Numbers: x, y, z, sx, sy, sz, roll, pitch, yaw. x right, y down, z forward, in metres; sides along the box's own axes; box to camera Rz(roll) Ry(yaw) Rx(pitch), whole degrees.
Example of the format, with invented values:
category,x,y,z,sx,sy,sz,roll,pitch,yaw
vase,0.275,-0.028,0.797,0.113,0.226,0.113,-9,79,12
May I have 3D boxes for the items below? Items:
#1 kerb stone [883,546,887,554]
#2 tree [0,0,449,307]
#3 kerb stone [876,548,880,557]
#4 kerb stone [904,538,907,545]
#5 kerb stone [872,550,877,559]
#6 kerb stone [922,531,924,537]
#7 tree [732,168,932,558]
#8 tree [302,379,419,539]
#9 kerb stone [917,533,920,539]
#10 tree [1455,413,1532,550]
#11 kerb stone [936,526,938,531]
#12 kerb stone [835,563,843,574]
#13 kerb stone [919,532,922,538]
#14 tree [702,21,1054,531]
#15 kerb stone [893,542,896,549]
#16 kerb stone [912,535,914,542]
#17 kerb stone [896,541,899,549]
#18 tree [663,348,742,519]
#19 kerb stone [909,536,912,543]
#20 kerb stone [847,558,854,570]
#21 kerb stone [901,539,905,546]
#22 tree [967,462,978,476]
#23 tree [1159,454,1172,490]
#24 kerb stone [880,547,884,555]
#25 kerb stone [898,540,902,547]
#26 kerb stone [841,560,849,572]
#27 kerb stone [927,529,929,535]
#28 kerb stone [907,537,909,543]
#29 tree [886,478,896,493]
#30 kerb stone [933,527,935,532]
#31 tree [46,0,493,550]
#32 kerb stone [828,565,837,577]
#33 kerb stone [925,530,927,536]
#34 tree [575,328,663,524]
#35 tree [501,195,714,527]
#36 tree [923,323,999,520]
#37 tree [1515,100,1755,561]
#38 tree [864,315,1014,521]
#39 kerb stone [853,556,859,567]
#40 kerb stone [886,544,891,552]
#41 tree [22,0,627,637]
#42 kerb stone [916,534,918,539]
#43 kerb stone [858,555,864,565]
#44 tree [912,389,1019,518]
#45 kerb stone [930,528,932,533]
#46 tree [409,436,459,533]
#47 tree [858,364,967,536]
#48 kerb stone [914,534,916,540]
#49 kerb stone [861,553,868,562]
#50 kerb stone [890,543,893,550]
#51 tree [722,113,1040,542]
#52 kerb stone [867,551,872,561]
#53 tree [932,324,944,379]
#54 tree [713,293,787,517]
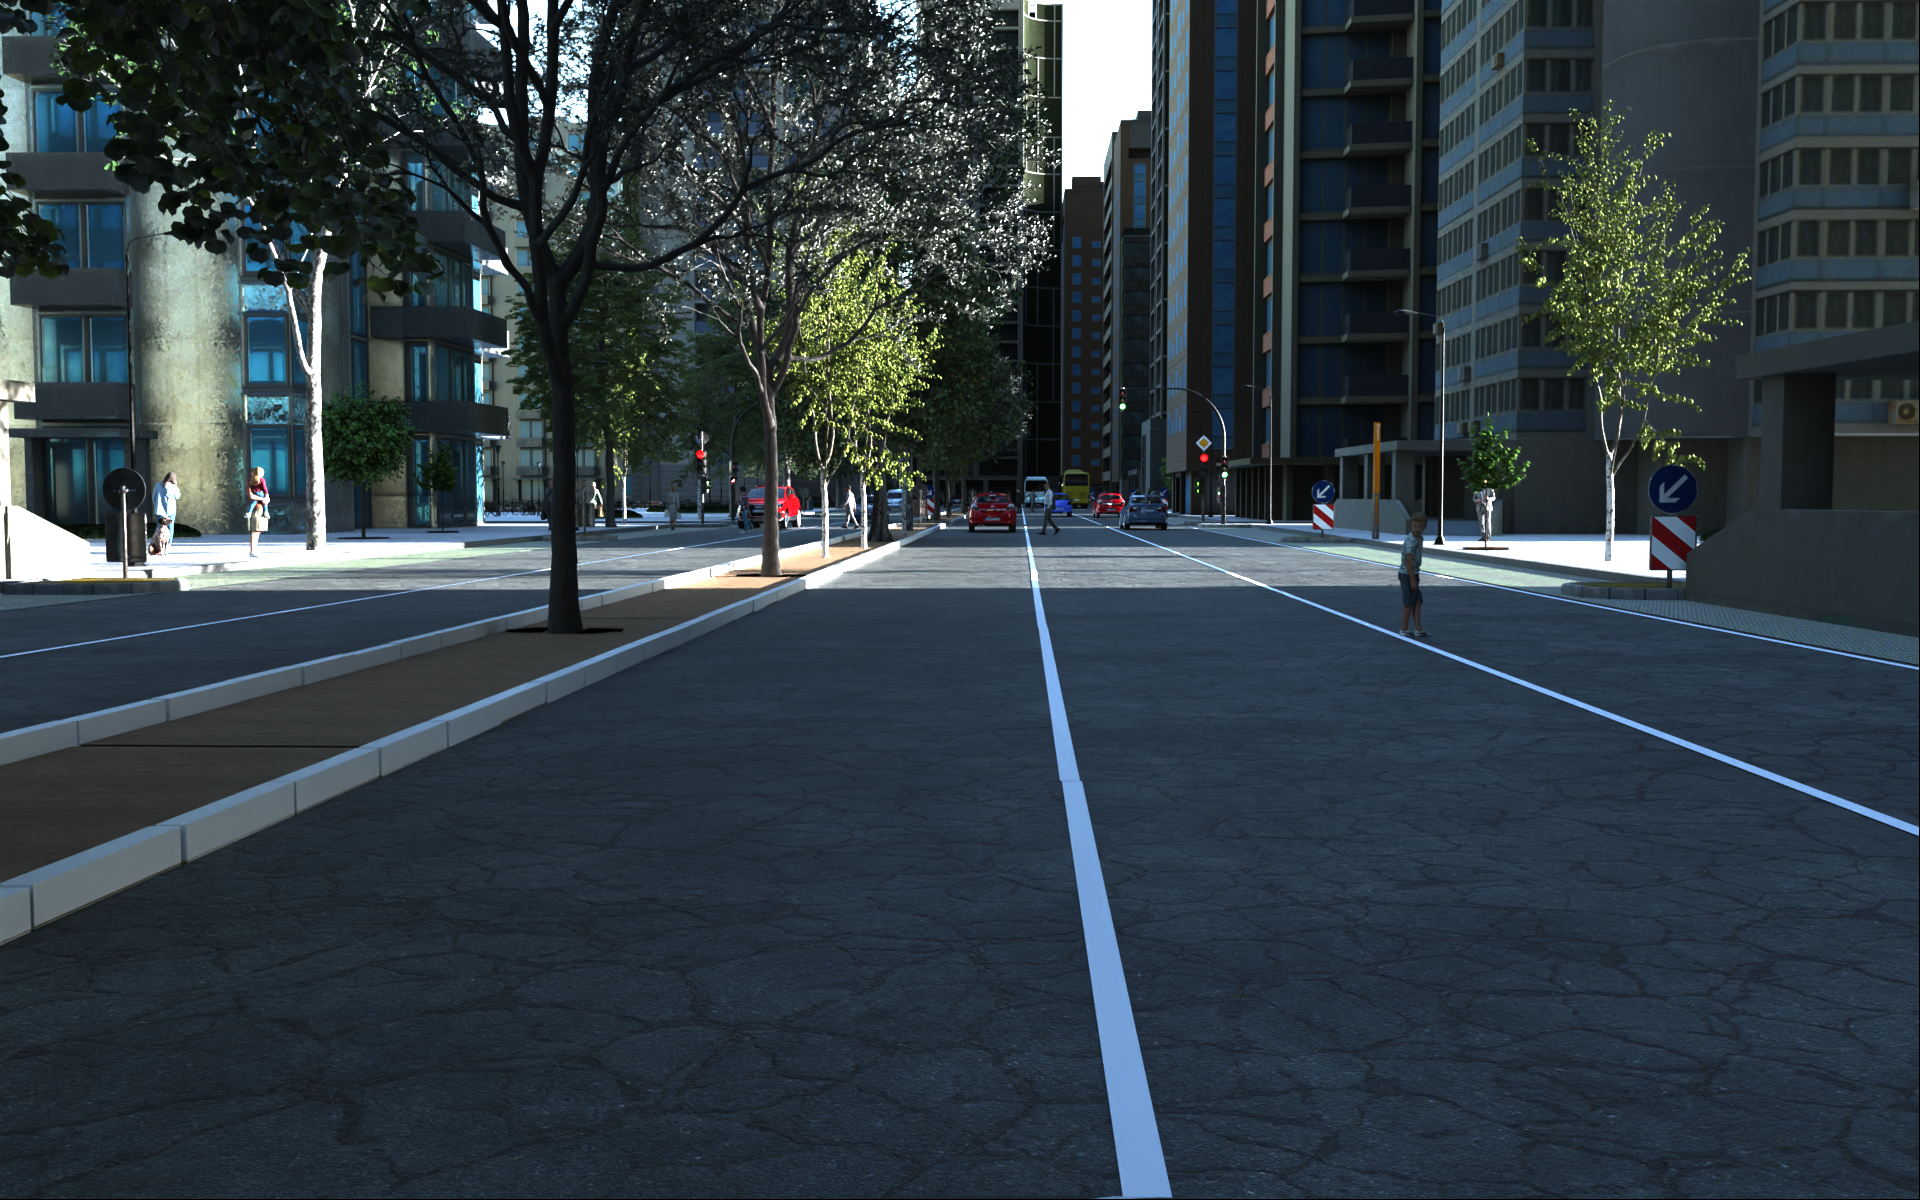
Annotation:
category,x,y,z,sx,sy,sz,roll,pitch,yaw
kerb stone,-1.879,-1.151,41.015,0.120,0.150,1.000,0,4,2
tree,-4.328,-5.885,5.331,9.857,13.997,8.962,0,3,0
kerb stone,-1.953,-1.026,38.971,0.120,0.150,1.000,0,4,2
kerb stone,-1.636,-1.589,48.177,0.120,0.150,1.000,0,4,2
kerb stone,-1.984,-0.961,37.947,0.120,0.150,1.000,0,4,2
kerb stone,-1.347,-2.090,56.370,0.120,0.150,1.000,0,4,2
tree,-2.992,-5.232,38.365,4.737,8.622,4.395,0,3,0
tree,-17.201,-4.034,49.662,4.285,4.588,4.351,0,3,0
kerb stone,-1.424,-1.955,54.317,0.120,0.150,1.000,0,4,2
tree,12.032,-2.768,39.860,1.663,3.219,1.824,0,3,0
kerb stone,-1.029,-2.654,65.585,0.120,0.150,1.000,0,4,2
kerb stone,-2.236,-0.525,30.787,0.120,0.150,1.000,0,4,2
kerb stone,-1.391,-2.028,55.345,0.120,0.150,1.000,0,4,2
tree,-3.208,-12.788,67.436,12.611,20.169,13.585,0,3,0
kerb stone,-1.781,-1.339,44.092,0.120,0.150,1.000,0,4,2
kerb stone,-1.522,-1.772,51.241,0.120,0.150,1.000,0,4,2
kerb stone,-1.741,-1.402,45.113,0.120,0.150,1.000,0,4,2
tree,-13.260,-8.429,88.172,4.360,8.622,3.978,0,3,0
kerb stone,-1.563,-1.710,50.220,0.120,0.150,1.000,0,4,2
kerb stone,-2.161,-0.650,32.831,0.120,0.150,1.000,0,4,2
kerb stone,-1.669,-1.525,47.155,0.120,0.150,1.000,0,4,2
tree,0.240,-11.651,143.314,4.360,8.622,3.978,0,3,0
tree,15.775,-8.530,123.185,4.285,4.588,4.351,0,3,0
kerb stone,-1.910,-1.083,39.994,0.120,0.150,1.000,0,4,2
kerb stone,-1.704,-1.462,46.134,0.120,0.150,1.000,0,4,2
kerb stone,-2.198,-0.588,31.810,0.120,0.150,1.000,0,4,2
kerb stone,-1.245,-2.276,59.447,0.120,0.150,1.000,0,4,2
kerb stone,-1.599,-1.649,49.198,0.120,0.150,1.000,0,4,2
tree,-8.437,-13.269,211.553,1.663,3.219,1.824,0,3,0
kerb stone,-1.098,-2.528,63.541,0.120,0.150,1.000,0,4,2
tree,-16.013,-11.263,40.039,12.611,20.169,13.585,0,3,0
kerb stone,-2.268,-0.461,29.766,0.120,0.150,1.000,0,4,2
kerb stone,-1.286,-2.216,58.420,0.120,0.150,1.000,0,4,2
tree,-14.622,-7.559,73.950,4.737,8.622,4.395,0,3,0
tree,-13.917,-9.072,66.457,7.486,12.596,7.792,0,3,0
tree,-1.287,-10.149,94.148,9.928,11.665,9.643,0,3,0
tree,12.388,-5.029,32.593,4.737,8.622,4.395,0,3,0
tree,-1.252,-10.032,84.602,7.486,12.596,7.792,0,3,0
kerb stone,-2.122,-0.713,33.852,0.120,0.150,1.000,0,4,2
kerb stone,-1.845,-1.214,42.037,0.120,0.150,1.000,0,4,2
tree,-4.043,-6.389,17.291,12.009,13.543,11.850,0,3,0
kerb stone,-1.460,-1.898,53.294,0.120,0.150,1.000,0,4,2
kerb stone,-2.093,-0.773,34.882,0.120,0.150,1.000,0,4,2
tree,-0.627,-10.162,103.019,8.767,10.594,7.601,0,4,2
kerb stone,-1.163,-2.402,61.489,0.120,0.150,1.000,0,4,2
tree,-17.226,-3.860,57.708,1.663,3.219,1.824,0,3,0
tree,-1.919,-6.505,59.169,4.360,8.622,3.978,0,3,0
kerb stone,-1.490,-1.840,52.272,0.120,0.150,1.000,0,4,2
kerb stone,-2.059,-0.832,35.903,0.120,0.150,1.000,0,4,2
kerb stone,-1.814,-1.271,43.065,0.120,0.150,1.000,0,4,2
tree,-2.416,-8.099,51.890,9.611,12.733,9.660,0,3,0
kerb stone,-2.026,-0.901,36.925,0.120,0.150,1.000,0,4,2
tree,-2.463,-5.610,44.550,4.737,8.622,4.395,0,3,0
tree,-12.335,-10.915,96.594,7.486,12.596,7.792,0,3,0
